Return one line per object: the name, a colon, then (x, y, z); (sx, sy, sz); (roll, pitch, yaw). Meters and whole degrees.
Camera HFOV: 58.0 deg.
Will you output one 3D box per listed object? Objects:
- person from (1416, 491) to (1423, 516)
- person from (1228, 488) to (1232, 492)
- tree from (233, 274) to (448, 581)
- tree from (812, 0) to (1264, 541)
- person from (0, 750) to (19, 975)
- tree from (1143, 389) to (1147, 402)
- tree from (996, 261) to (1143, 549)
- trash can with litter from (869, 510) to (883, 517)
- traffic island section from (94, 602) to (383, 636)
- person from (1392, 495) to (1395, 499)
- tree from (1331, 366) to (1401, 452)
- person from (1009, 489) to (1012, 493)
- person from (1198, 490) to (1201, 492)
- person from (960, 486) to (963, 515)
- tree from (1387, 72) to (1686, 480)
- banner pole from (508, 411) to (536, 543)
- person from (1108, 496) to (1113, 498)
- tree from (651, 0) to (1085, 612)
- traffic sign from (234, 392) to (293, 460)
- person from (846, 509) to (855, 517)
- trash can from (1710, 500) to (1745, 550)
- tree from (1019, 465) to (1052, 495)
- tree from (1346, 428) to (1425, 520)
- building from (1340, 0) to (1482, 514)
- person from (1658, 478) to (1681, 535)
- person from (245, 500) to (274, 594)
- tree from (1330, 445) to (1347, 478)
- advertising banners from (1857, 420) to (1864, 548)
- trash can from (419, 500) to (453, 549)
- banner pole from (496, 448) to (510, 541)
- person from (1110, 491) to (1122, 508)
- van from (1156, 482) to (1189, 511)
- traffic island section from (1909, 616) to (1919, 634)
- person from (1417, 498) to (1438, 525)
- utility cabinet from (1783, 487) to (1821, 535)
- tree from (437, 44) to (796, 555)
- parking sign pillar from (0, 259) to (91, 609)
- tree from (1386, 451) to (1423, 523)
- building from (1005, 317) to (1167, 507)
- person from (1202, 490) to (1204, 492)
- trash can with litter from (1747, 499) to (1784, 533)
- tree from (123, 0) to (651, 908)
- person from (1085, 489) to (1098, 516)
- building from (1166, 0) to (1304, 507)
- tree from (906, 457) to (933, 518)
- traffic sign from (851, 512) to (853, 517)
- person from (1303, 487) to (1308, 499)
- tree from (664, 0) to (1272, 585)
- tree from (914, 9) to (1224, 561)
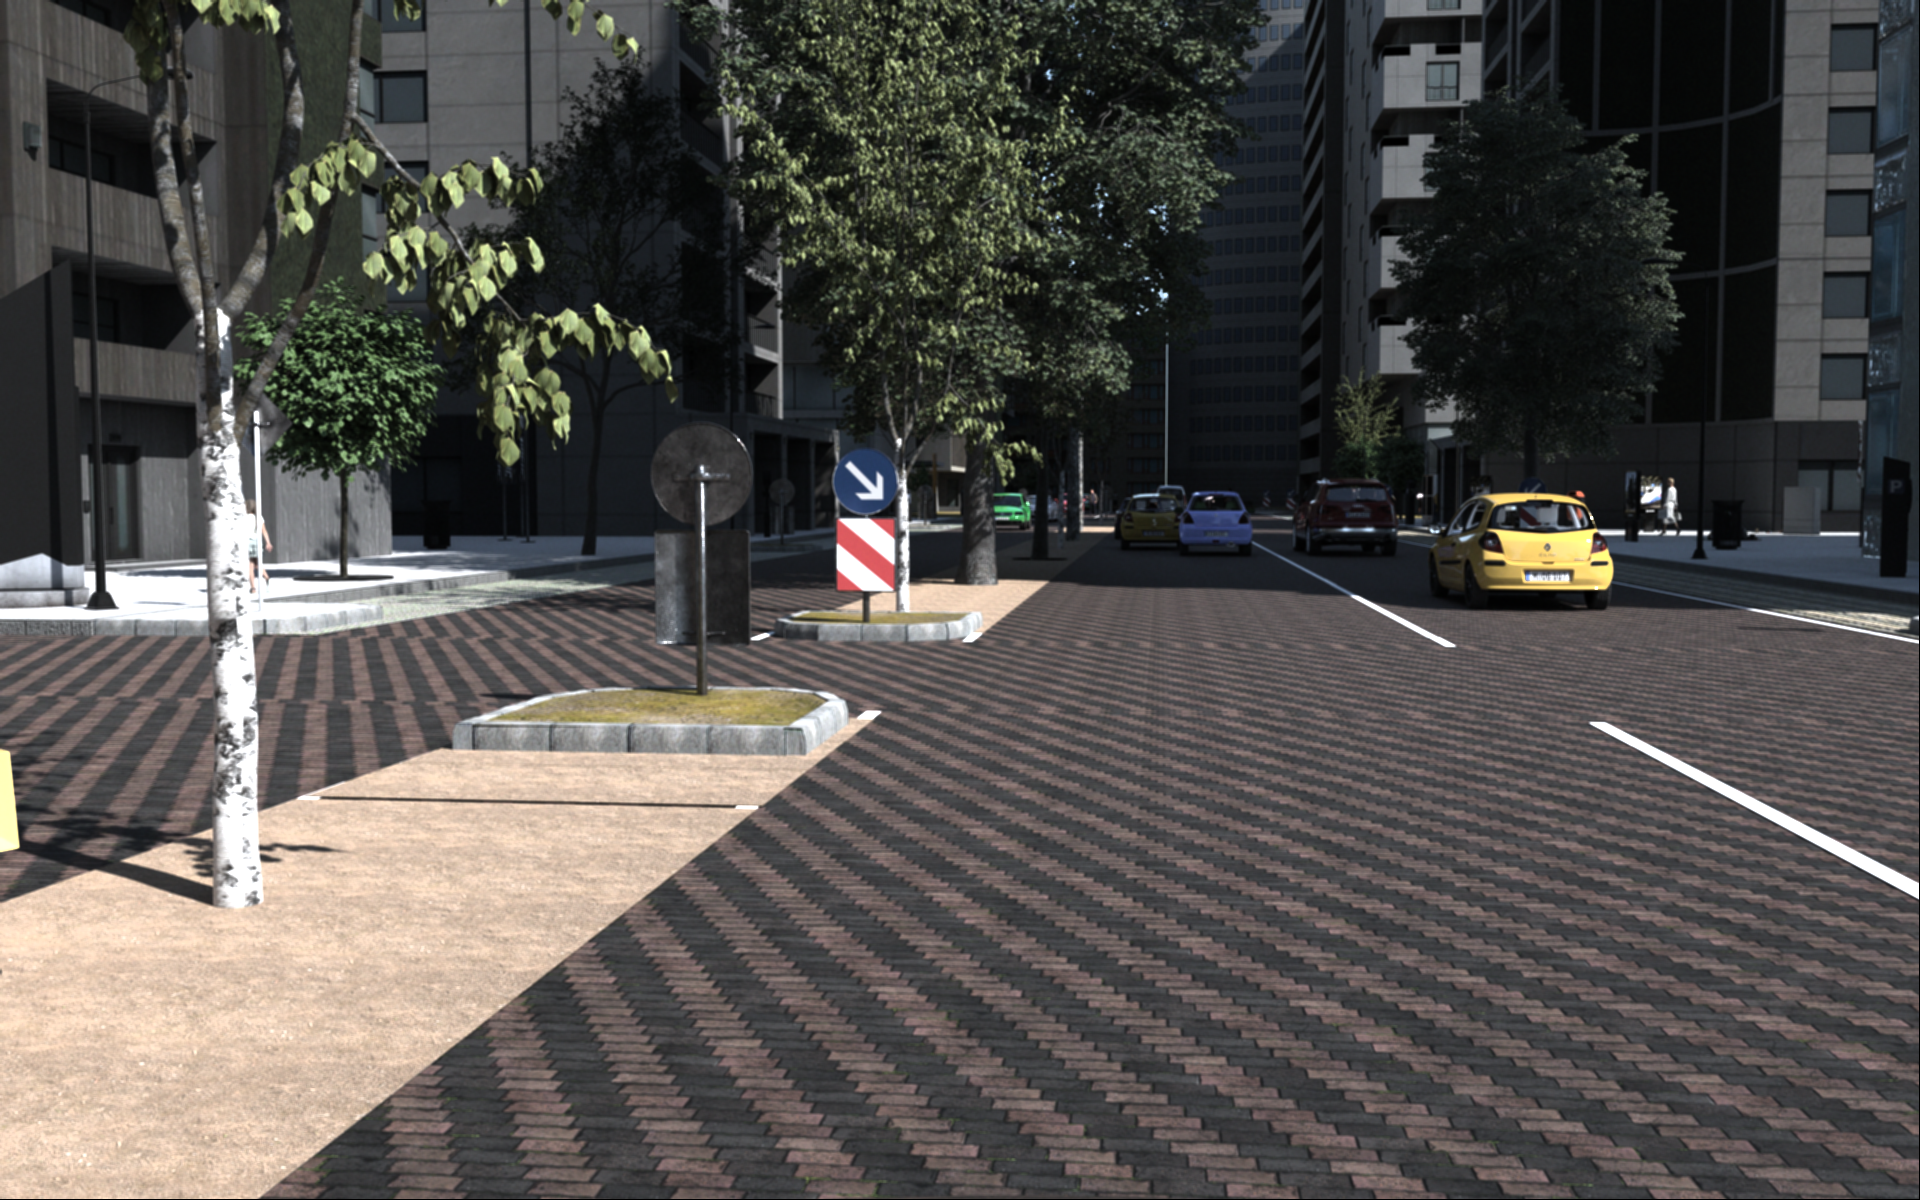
person: (26.414, -5.510, 99.316); (0.628, 1.438, 0.799); (-3, 4, -39)
person: (18.143, -6.617, 116.695); (0.705, 1.824, 1.348); (2, 4, 24)
tree: (-9.336, -2.583, 25.946); (4.285, 4.588, 4.351); (0, 3, 0)
tree: (2.347, -11.927, 53.346); (12.611, 20.169, 13.585); (0, 3, 0)
person: (-3.303, 0.259, 4.481); (1.509, 1.804, 0.699); (-2, 4, -31)
tree: (6.267, -7.576, 76.689); (4.360, 8.622, 3.978); (0, 3, 0)
tree: (2.634, -5.640, 45.038); (4.360, 8.622, 3.978); (0, 3, 0)
trash can with litter: (-4.184, -4.628, 87.055); (0.624, 1.170, 1.055); (2, 4, 24)
traffic island section: (-7.673, 0.204, 18.943); (2.009, 0.180, 2.903); (0, 4, 7)
person: (24.898, -5.792, 101.532); (1.217, 1.735, 0.721); (0, 4, 6)
tree: (23.383, -9.195, 100.697); (4.737, 8.622, 4.395); (0, 3, 0)
person: (4.469, -8.715, 149.259); (0.721, 1.735, 1.217); (2, 4, 29)
person: (16.510, -6.778, 120.033); (0.721, 1.735, 1.217); (-2, 4, -35)
person: (0.208, -6.080, 105.531); (0.705, 1.814, 1.350); (-1, 4, -13)
tree: (17.605, -8.940, 52.820); (9.857, 13.997, 8.962); (0, 3, 0)
banner pole: (-11.556, -3.420, 45.927); (0.401, 3.779, 0.863); (-2, 4, -31)
person: (14.562, -9.811, 169.622); (1.217, 1.736, 0.721); (-3, 4, -36)
tree: (-0.649, -4.081, 19.550); (4.737, 8.622, 4.395); (0, 3, 0)
traffic sign: (-7.648, -1.020, 18.873); (0.795, 2.593, 0.064); (0, 4, 7)
person: (-5.851, -5.308, 93.011); (0.537, 1.800, 0.526); (3, 4, 38)
trash can: (17.740, -1.737, 40.058); (0.748, 1.137, 0.748); (0, 3, 0)
tree: (7.456, -11.448, 170.893); (4.285, 4.588, 4.351); (0, 3, 0)
tree: (21.706, -6.231, 85.598); (4.285, 4.588, 4.351); (0, 3, 0)
building: (40.249, -32.103, 114.128); (28.713, 52.752, 27.495); (0, 4, 7)
person: (21.999, -2.889, 53.638); (0.694, 1.780, 0.624); (-2, 4, -30)
person: (-9.125, -0.686, 22.280); (0.505, 1.210, 0.382); (-3, 5, -43)
tree: (21.862, -6.766, 94.337); (4.285, 4.588, 4.351); (0, 3, 0)
advertising banners: (21.754, -2.779, 41.619); (0.090, 3.025, 2.074); (3, 4, 38)
trash can: (-12.180, -1.752, 40.305); (0.748, 1.137, 0.748); (0, 3, 0)
banner pole: (-12.692, -3.541, 47.915); (0.401, 3.779, 0.863); (-2, 4, -34)
person: (13.294, -8.495, 148.183); (1.217, 1.735, 0.721); (0, 4, 2)
van: (10.452, -4.837, 86.091); (2.013, 2.044, 4.112); (0, 4, 6)
traffic island section: (10.646, 0.334, 16.824); (2.009, 0.180, 2.903); (0, 4, 7)
person: (19.156, -3.632, 70.921); (1.012, 1.151, 0.738); (-3, 4, -37)
utility cabinet: (26.247, -2.770, 53.973); (0.318, 1.500, 1.173); (-1, 4, -20)
tree: (-7.515, -6.215, 36.022); (7.601, 10.594, 8.767); (1, 4, 22)
parking sign pillar: (-10.866, -1.923, 19.918); (1.447, 3.967, 1.447); (-1, 4, -18)
tree: (19.852, -5.054, 77.227); (1.663, 3.219, 1.824); (0, 3, 0)
building: (8.326, -21.235, 192.236); (28.899, 21.520, 27.650); (0, 4, 7)
person: (20.398, -8.292, 144.743); (0.551, 1.740, 0.621); (2, 4, 28)
trash can with litter: (27.003, -2.824, 57.236); (2.233, 1.210, 1.678); (0, 4, 6)
tree: (-2.501, -3.224, 5.531); (4.737, 8.622, 4.395); (0, 3, 0)
person: (8.428, -6.239, 111.040); (0.617, 1.759, 0.750); (2, 4, 27)
building: (36.390, -39.288, 184.353); (28.212, 58.520, 21.231); (0, 4, 7)
tree: (-1.905, -5.936, 91.653); (1.663, 3.219, 1.824); (0, 3, 0)
traffic sign: (-4.065, -3.852, 65.112); (0.606, 2.300, 0.079); (0, 4, 7)
person: (26.202, -7.645, 131.126); (0.705, 1.814, 1.350); (1, 4, 23)
tree: (0.263, -7.213, 27.040); (9.857, 13.997, 8.962); (0, 3, 0)
tree: (1.828, -6.652, 36.970); (9.928, 11.665, 9.643); (0, 3, 0)
